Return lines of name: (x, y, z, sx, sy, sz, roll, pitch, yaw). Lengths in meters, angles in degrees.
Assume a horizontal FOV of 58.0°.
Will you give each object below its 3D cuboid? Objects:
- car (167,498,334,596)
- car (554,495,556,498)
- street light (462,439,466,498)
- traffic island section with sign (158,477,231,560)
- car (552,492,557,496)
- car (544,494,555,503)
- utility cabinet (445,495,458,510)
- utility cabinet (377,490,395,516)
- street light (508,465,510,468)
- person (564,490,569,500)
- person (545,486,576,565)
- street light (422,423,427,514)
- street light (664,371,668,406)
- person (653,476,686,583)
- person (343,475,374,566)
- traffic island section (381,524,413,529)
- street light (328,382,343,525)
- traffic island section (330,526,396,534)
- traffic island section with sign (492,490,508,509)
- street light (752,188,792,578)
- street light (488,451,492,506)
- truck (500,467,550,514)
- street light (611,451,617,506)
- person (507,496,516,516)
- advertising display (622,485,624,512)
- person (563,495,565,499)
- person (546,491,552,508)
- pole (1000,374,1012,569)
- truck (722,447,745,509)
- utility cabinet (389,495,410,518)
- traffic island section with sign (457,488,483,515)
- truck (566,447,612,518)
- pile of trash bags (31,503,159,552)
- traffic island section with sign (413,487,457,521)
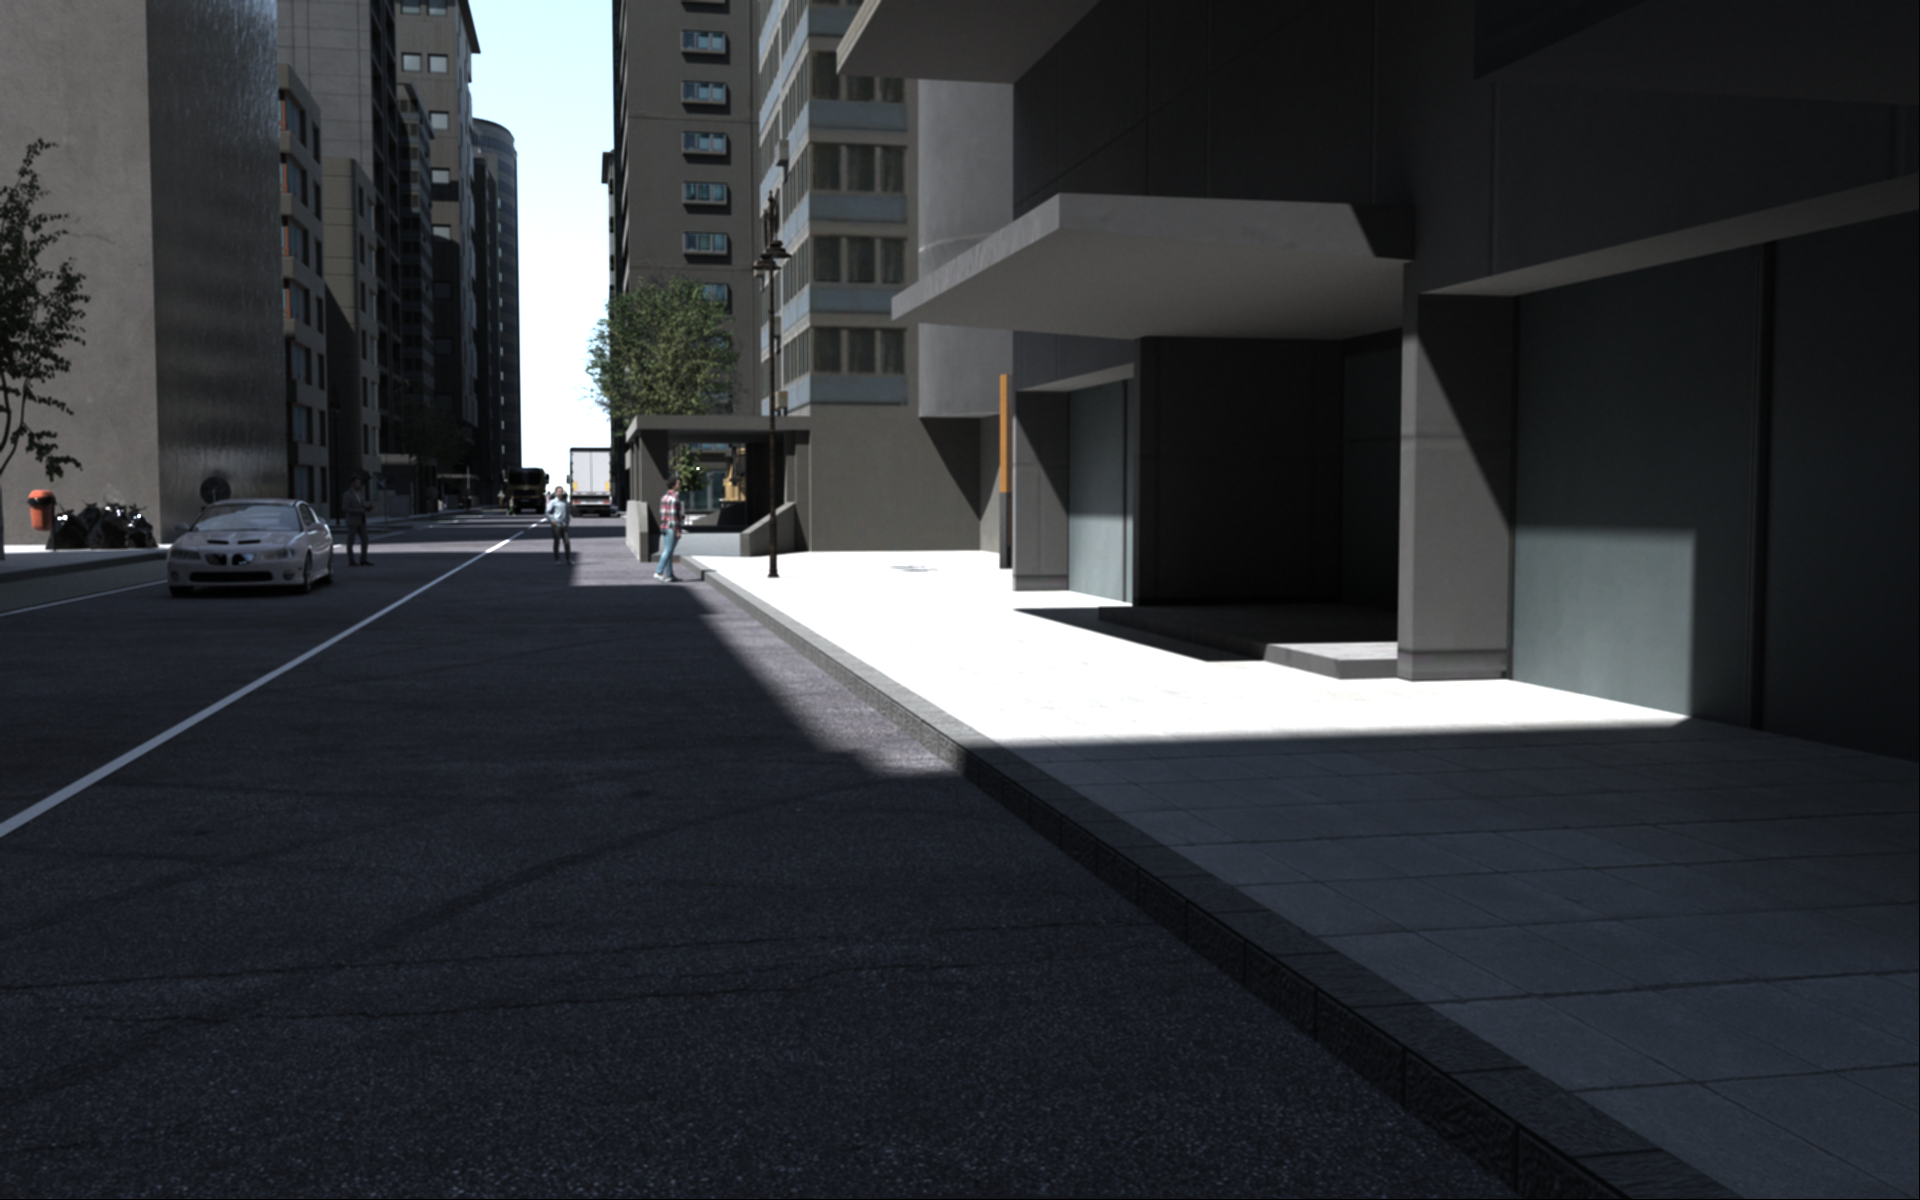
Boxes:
car: (-10.579, -0.837, 26.049, 2.083, 1.381, 4.827, -1, 4, -14)
car: (-44.752, -10.781, 188.844, 1.945, 1.354, 3.894, -1, 4, -11)
street light: (-41.752, -10.580, 145.767, 0.468, 5.910, 1.993, -1, 4, -12)
traffic island section with sign: (-16.669, -1.839, 38.700, 1.989, 1.847, 2.006, -1, 4, -12)
car: (-69.031, -17.612, 296.622, 2.281, 1.827, 5.304, -1, 4, -13)
car: (-39.056, -9.422, 163.829, 2.009, 1.686, 4.222, -1, 4, -12)
utility cabinet: (-41.178, -7.899, 140.312, 0.306, 1.237, 1.020, 3, 5, 43)
utility cabinet: (-33.491, -5.647, 101.009, 0.318, 1.500, 1.173, 2, 4, 34)
street light: (-59.222, -15.584, 227.586, 0.468, 5.910, 1.993, -1, 4, -12)
person: (-42.737, -10.958, 187.643, 1.348, 1.826, 0.705, 3, 4, 38)
person: (-8.060, -1.503, 34.891, 0.589, 1.601, 0.330, -2, 4, -34)
street light: (-34.205, -8.433, 110.671, 0.468, 5.910, 1.993, -1, 4, -12)
street light: (-11.042, -5.655, 65.245, 0.468, 5.910, 1.993, -1, 4, -12)
person: (-4.736, -1.153, 28.189, 0.643, 1.720, 0.563, -2, 4, -27)
person: (-12.000, -1.584, 34.594, 0.583, 1.804, 0.606, 1, 4, 11)
traffic island section: (-23.617, -2.994, 71.235, 2.009, 0.180, 2.903, -1, 4, -12)
street light: (-25.686, -6.028, 71.344, 0.468, 5.910, 1.993, -1, 4, -12)
traffic island section: (-21.943, -2.517, 63.427, 2.009, 0.180, 2.903, -1, 4, -12)
traffic island section with sign: (-44.532, -9.791, 168.713, 1.989, 1.847, 2.006, -1, 4, -12)
street light: (-2.876, -3.286, 26.514, 0.468, 5.910, 1.993, -1, 4, -12)
street light: (-50.069, -12.969, 184.825, 0.468, 5.910, 1.993, -1, 4, -12)
truck: (-31.978, -8.068, 127.833, 3.469, 3.379, 9.791, -1, 4, -12)
street light: (-36.167, -12.807, 182.189, 0.468, 5.910, 1.993, -1, 4, -12)
person: (-29.560, -6.198, 114.088, 0.590, 1.304, 0.306, 0, 4, -2)
advertising display: (-24.440, -7.366, 125.652, 0.123, 1.923, 0.974, -1, 4, -8)
person: (-40.688, -10.177, 178.115, 0.599, 1.433, 0.991, -3, 4, -39)
person: (-37.105, -9.008, 156.443, 0.621, 1.740, 0.551, 1, 4, 18)
pole: (0.789, -2.189, 29.642, 0.158, 3.312, 0.155, 0, 3, 0)
truck: (-5.707, -4.618, 71.425, 9.791, 3.379, 3.469, -1, 4, -11)
utility cabinet: (-30.453, -5.068, 94.016, 1.020, 1.237, 0.306, -1, 4, -19)
traffic island section with sign: (-33.998, -6.786, 119.571, 1.989, 1.847, 2.006, -1, 4, -12)
truck: (-23.327, -7.352, 109.121, 2.839, 4.237, 11.283, -1, 4, -13)
pile of trash bags: (-20.267, -1.853, 40.054, 1.912, 1.369, 3.447, 0, 4, 7)
traffic island section with sign: (-28.311, -5.165, 93.070, 1.989, 1.847, 2.006, -1, 4, -12)
